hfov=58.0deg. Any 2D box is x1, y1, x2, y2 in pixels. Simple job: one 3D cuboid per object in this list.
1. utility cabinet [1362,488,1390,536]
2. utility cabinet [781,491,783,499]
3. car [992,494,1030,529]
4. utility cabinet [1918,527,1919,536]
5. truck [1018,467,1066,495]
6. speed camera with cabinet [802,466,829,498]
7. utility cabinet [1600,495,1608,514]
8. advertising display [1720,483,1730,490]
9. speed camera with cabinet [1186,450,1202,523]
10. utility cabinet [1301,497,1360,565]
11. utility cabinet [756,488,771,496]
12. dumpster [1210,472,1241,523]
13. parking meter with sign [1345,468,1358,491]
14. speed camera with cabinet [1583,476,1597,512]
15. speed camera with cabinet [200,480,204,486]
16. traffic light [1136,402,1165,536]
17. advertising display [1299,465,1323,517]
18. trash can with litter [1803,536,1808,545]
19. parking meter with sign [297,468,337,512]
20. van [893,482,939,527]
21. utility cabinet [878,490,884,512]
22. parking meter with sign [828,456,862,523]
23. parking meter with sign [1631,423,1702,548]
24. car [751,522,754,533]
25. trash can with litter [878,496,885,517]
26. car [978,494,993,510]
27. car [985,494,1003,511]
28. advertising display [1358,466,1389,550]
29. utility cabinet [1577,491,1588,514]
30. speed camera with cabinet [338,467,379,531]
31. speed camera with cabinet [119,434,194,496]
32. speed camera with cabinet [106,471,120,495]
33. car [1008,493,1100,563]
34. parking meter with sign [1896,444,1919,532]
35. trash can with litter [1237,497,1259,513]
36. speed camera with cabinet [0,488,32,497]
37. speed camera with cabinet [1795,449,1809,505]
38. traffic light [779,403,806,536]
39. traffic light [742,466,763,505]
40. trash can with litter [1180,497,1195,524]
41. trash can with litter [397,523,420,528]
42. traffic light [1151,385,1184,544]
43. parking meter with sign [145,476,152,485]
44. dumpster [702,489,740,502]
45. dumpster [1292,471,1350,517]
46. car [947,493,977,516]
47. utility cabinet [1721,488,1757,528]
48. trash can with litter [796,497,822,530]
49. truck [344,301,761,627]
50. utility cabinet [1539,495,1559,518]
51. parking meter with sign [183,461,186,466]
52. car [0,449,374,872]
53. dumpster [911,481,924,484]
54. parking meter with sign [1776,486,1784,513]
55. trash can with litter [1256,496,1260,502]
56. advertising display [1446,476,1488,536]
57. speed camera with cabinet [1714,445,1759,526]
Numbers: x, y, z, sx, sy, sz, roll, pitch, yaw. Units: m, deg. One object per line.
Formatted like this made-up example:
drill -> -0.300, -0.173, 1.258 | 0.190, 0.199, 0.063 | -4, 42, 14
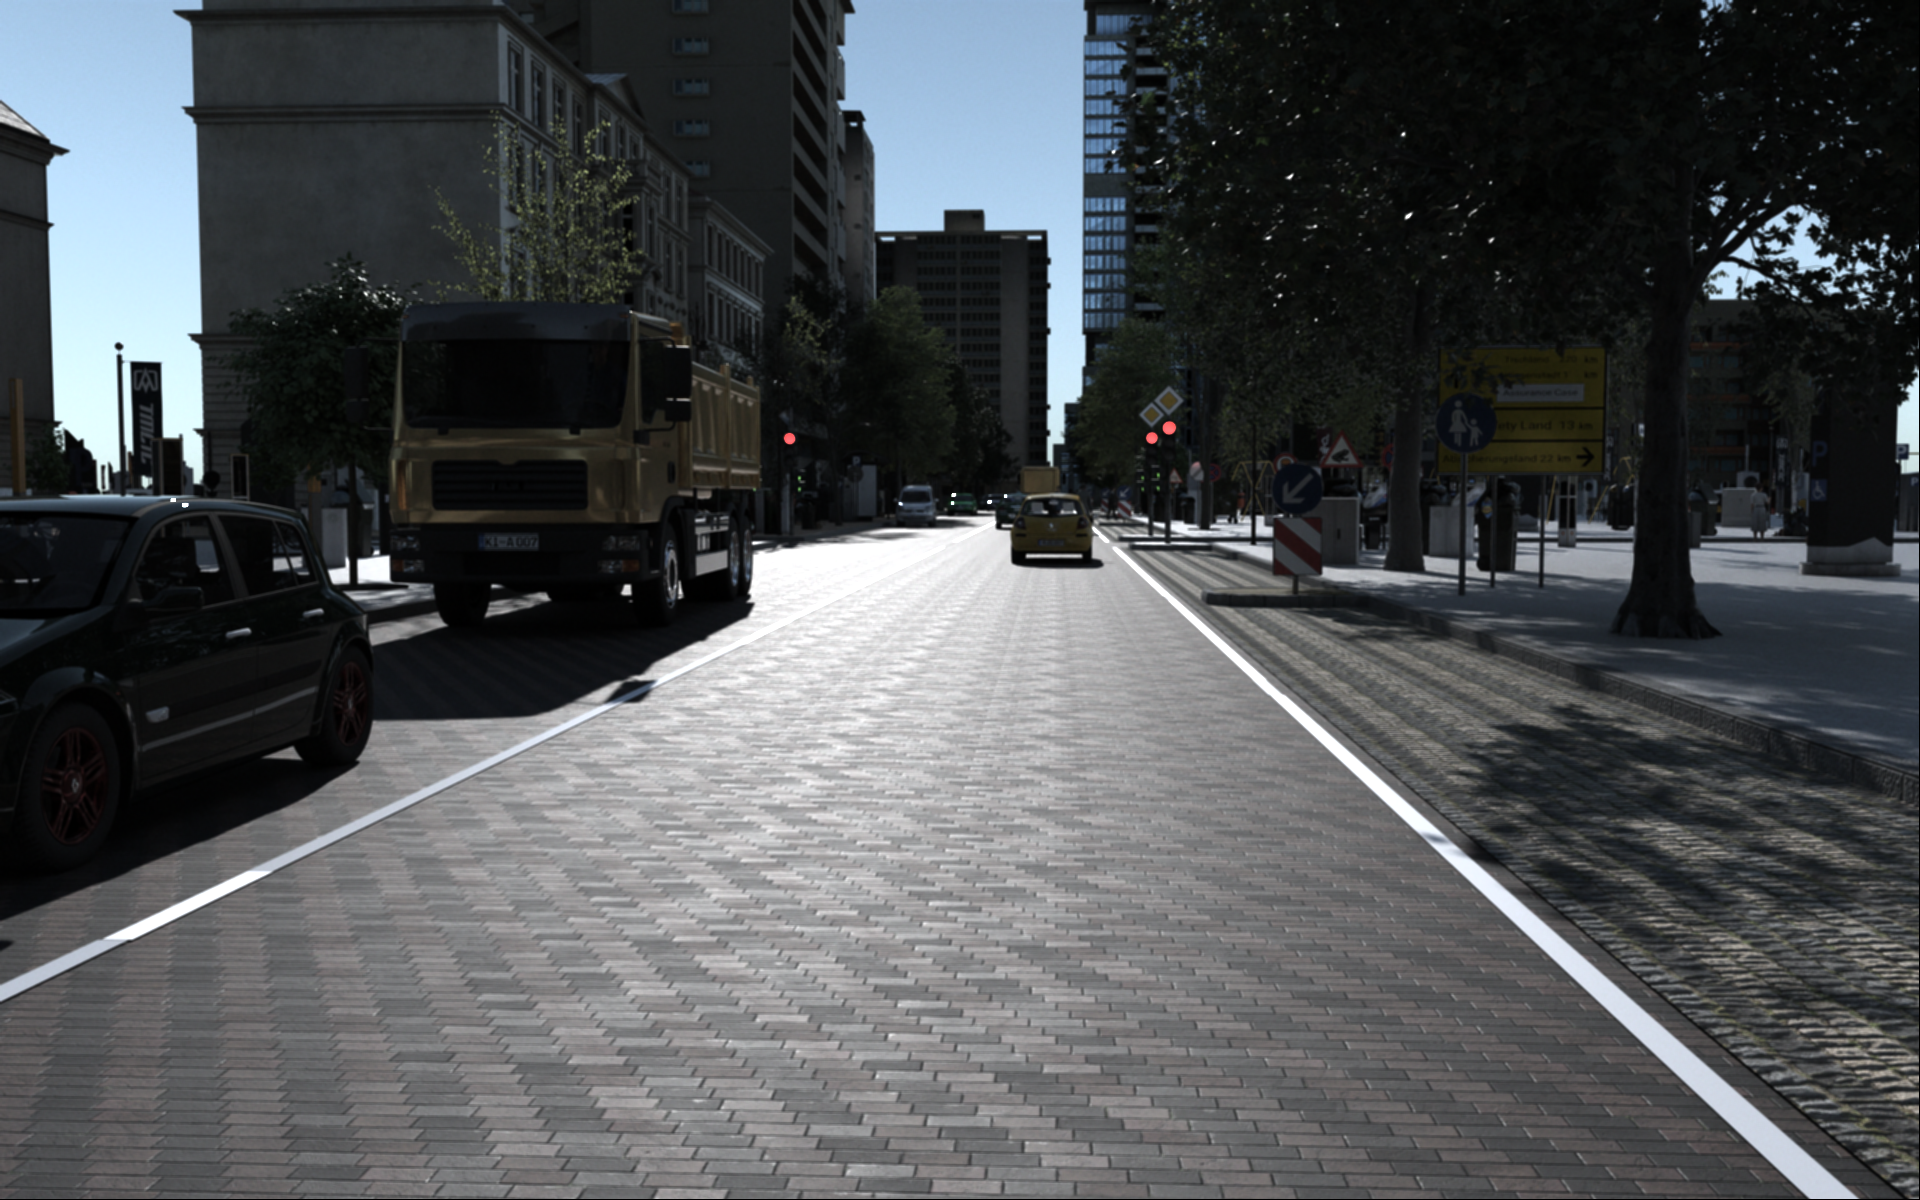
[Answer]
utility cabinet -> 12.884, -2.701, 52.838 | 1.173, 1.500, 0.318 | -1, 4, -19
utility cabinet -> -12.244, -6.535, 115.518 | 1.173, 1.500, 0.318 | 3, 4, 37
car -> 2.399, -3.707, 72.400 | 2.131, 1.459, 4.920 | 0, 4, 1
utility cabinet -> 29.333, -2.661, 52.189 | 0.318, 1.500, 1.173 | 0, 4, 5
truck -> 5.629, -7.642, 120.867 | 3.469, 3.379, 9.791 | 0, 4, 4
speed camera with cabinet -> -10.190, -7.886, 123.266 | 2.038, 3.252, 0.660 | 1, 4, 21
utility cabinet -> 42.618, -6.296, 114.104 | 1.020, 1.237, 0.306 | -2, 4, -32
advertising display -> 43.306, -5.681, 98.098 | 0.123, 1.923, 0.974 | 0, 4, -2
speed camera with cabinet -> 10.426, -5.058, 77.032 | 0.660, 3.252, 2.038 | 0, 4, 6
utility cabinet -> 6.804, -1.264, 31.830 | 1.020, 1.237, 0.306 | 2, 4, 27
utility cabinet -> -11.684, -5.881, 104.840 | 1.173, 1.500, 0.318 | 0, 4, 1
dumpster -> 11.586, -4.530, 76.563 | 1.502, 2.255, 1.985 | 0, 4, 3
parking meter with sign -> 20.688, -5.669, 88.946 | 1.738, 3.016, 0.543 | 2, 4, 25
speed camera with cabinet -> 39.189, -7.051, 109.617 | 2.038, 3.252, 0.660 | 3, 5, 41
speed camera with cabinet -> -45.193, -6.806, 105.613 | 2.038, 3.252, 0.660 | -3, 5, -42
traffic light -> 5.811, -3.908, 52.811 | 0.839, 4.253, 0.868 | 0, 4, 3
advertising display -> 7.899, -2.049, 38.713 | 0.123, 1.923, 0.974 | -2, 4, -29
trash can with litter -> 21.437, -1.938, 43.070 | 0.624, 1.170, 1.055 | -1, 4, -17
parking meter with sign -> -21.325, -3.756, 57.668 | 0.543, 3.016, 1.738 | 1, 4, 18
van -> -1.943, -4.302, 77.351 | 2.013, 2.044, 4.112 | 0, 4, 1
utility cabinet -> -4.682, -5.531, 99.103 | 0.318, 1.500, 1.173 | -2, 4, -26
parking meter with sign -> -5.225, -5.033, 78.553 | 0.543, 3.016, 1.738 | 3, 5, 39
parking meter with sign -> 17.162, -2.798, 42.012 | 0.543, 3.016, 1.738 | -2, 4, -30
car -> -8.307, -2.514, 49.902 | 4.718, 1.807, 1.959 | 0, 4, 3
trash can with litter -> -4.452, -5.235, 96.972 | 0.624, 1.170, 1.055 | -2, 4, -23
car -> 2.706, -8.698, 154.009 | 2.131, 1.459, 4.920 | 0, 4, 4
car -> 3.124, -8.156, 145.349 | 2.014, 1.417, 4.499 | 0, 4, 2
advertising display -> 9.531, -2.126, 39.975 | 0.974, 1.923, 0.123 | -3, 4, -38
utility cabinet -> 38.572, -6.051, 107.614 | 0.318, 1.500, 1.173 | -1, 4, -11
speed camera with cabinet -> -20.431, -3.993, 59.629 | 0.660, 3.252, 2.038 | 2, 4, 28
speed camera with cabinet -> -26.328, -3.826, 56.885 | 2.038, 3.252, 0.660 | -1, 4, -8
speed camera with cabinet -> -34.288, -4.658, 70.488 | 0.660, 3.252, 2.038 | -2, 4, -35
car -> 2.009, -1.655, 37.286 | 2.015, 1.641, 3.980 | 0, 4, 4
parking meter with sign -> 32.564, -3.861, 59.390 | 0.543, 3.016, 1.738 | 0, 4, 5
trash can with litter -> 19.678, -6.464, 116.737 | 1.678, 1.210, 2.233 | -3, 5, -43
speed camera with cabinet -> -25.889, -3.170, 46.164 | 0.660, 3.252, 2.038 | 2, 4, 30
speed camera with cabinet -> 36.935, -4.914, 74.685 | 0.660, 3.252, 2.038 | -1, 4, -21
traffic light -> -5.184, -3.943, 53.397 | 0.839, 4.253, 0.868 | 0, 4, 3
traffic light -> -5.622, -3.456, 45.424 | 0.839, 4.253, 0.868 | 0, 4, 3
trash can with litter -> 9.829, -3.869, 74.644 | 0.624, 1.170, 1.055 | 1, 4, 9
trash can with litter -> -20.685, -3.283, 65.064 | 1.055, 1.170, 0.624 | -1, 4, -11
traffic light -> 5.373, -3.420, 44.838 | 0.839, 4.253, 0.868 | 0, 4, 3
parking meter with sign -> -57.936, -7.874, 125.000 | 1.738, 3.016, 0.543 | 2, 4, 27
dumpster -> -8.176, -3.375, 57.671 | 1.502, 2.255, 1.985 | 0, 4, 3
dumpster -> 8.434, -2.120, 40.418 | 1.264, 1.857, 1.865 | 0, 4, 3
car -> 0.149, -6.389, 113.262 | 1.959, 1.807, 4.718 | 0, 4, 4
utility cabinet -> 29.495, -3.481, 65.585 | 1.173, 1.500, 0.318 | 3, 5, 41
trash can with litter -> -5.449, -3.144, 62.798 | 0.624, 1.170, 1.055 | 2, 4, 24
truck -> -4.315, -1.526, 20.872 | 3.469, 3.379, 9.791 | 0, 4, 1
utility cabinet -> 31.677, -5.013, 93.130 | 1.020, 1.237, 0.306 | -1, 4, -11
parking meter with sign -> -41.350, -5.863, 92.123 | 0.543, 3.016, 1.738 | -1, 4, -18
car -> -4.140, 0.119, 7.848 | 2.009, 1.686, 4.222 | 0, 4, 3
dumpster -> -3.035, -7.183, 119.939 | 1.502, 2.255, 1.985 | 0, 4, 3
parking meter with sign -> 54.287, -7.239, 114.619 | 0.543, 3.016, 1.738 | 1, 4, 21
trash can with litter -> 18.407, -5.997, 109.432 | 1.055, 1.170, 0.624 | 1, 4, 16
advertising display -> 11.786, -2.145, 40.279 | 0.974, 1.923, 0.123 | -1, 4, -11
speed camera with cabinet -> 30.957, -4.601, 69.564 | 2.038, 3.252, 0.660 | 0, 4, 1
